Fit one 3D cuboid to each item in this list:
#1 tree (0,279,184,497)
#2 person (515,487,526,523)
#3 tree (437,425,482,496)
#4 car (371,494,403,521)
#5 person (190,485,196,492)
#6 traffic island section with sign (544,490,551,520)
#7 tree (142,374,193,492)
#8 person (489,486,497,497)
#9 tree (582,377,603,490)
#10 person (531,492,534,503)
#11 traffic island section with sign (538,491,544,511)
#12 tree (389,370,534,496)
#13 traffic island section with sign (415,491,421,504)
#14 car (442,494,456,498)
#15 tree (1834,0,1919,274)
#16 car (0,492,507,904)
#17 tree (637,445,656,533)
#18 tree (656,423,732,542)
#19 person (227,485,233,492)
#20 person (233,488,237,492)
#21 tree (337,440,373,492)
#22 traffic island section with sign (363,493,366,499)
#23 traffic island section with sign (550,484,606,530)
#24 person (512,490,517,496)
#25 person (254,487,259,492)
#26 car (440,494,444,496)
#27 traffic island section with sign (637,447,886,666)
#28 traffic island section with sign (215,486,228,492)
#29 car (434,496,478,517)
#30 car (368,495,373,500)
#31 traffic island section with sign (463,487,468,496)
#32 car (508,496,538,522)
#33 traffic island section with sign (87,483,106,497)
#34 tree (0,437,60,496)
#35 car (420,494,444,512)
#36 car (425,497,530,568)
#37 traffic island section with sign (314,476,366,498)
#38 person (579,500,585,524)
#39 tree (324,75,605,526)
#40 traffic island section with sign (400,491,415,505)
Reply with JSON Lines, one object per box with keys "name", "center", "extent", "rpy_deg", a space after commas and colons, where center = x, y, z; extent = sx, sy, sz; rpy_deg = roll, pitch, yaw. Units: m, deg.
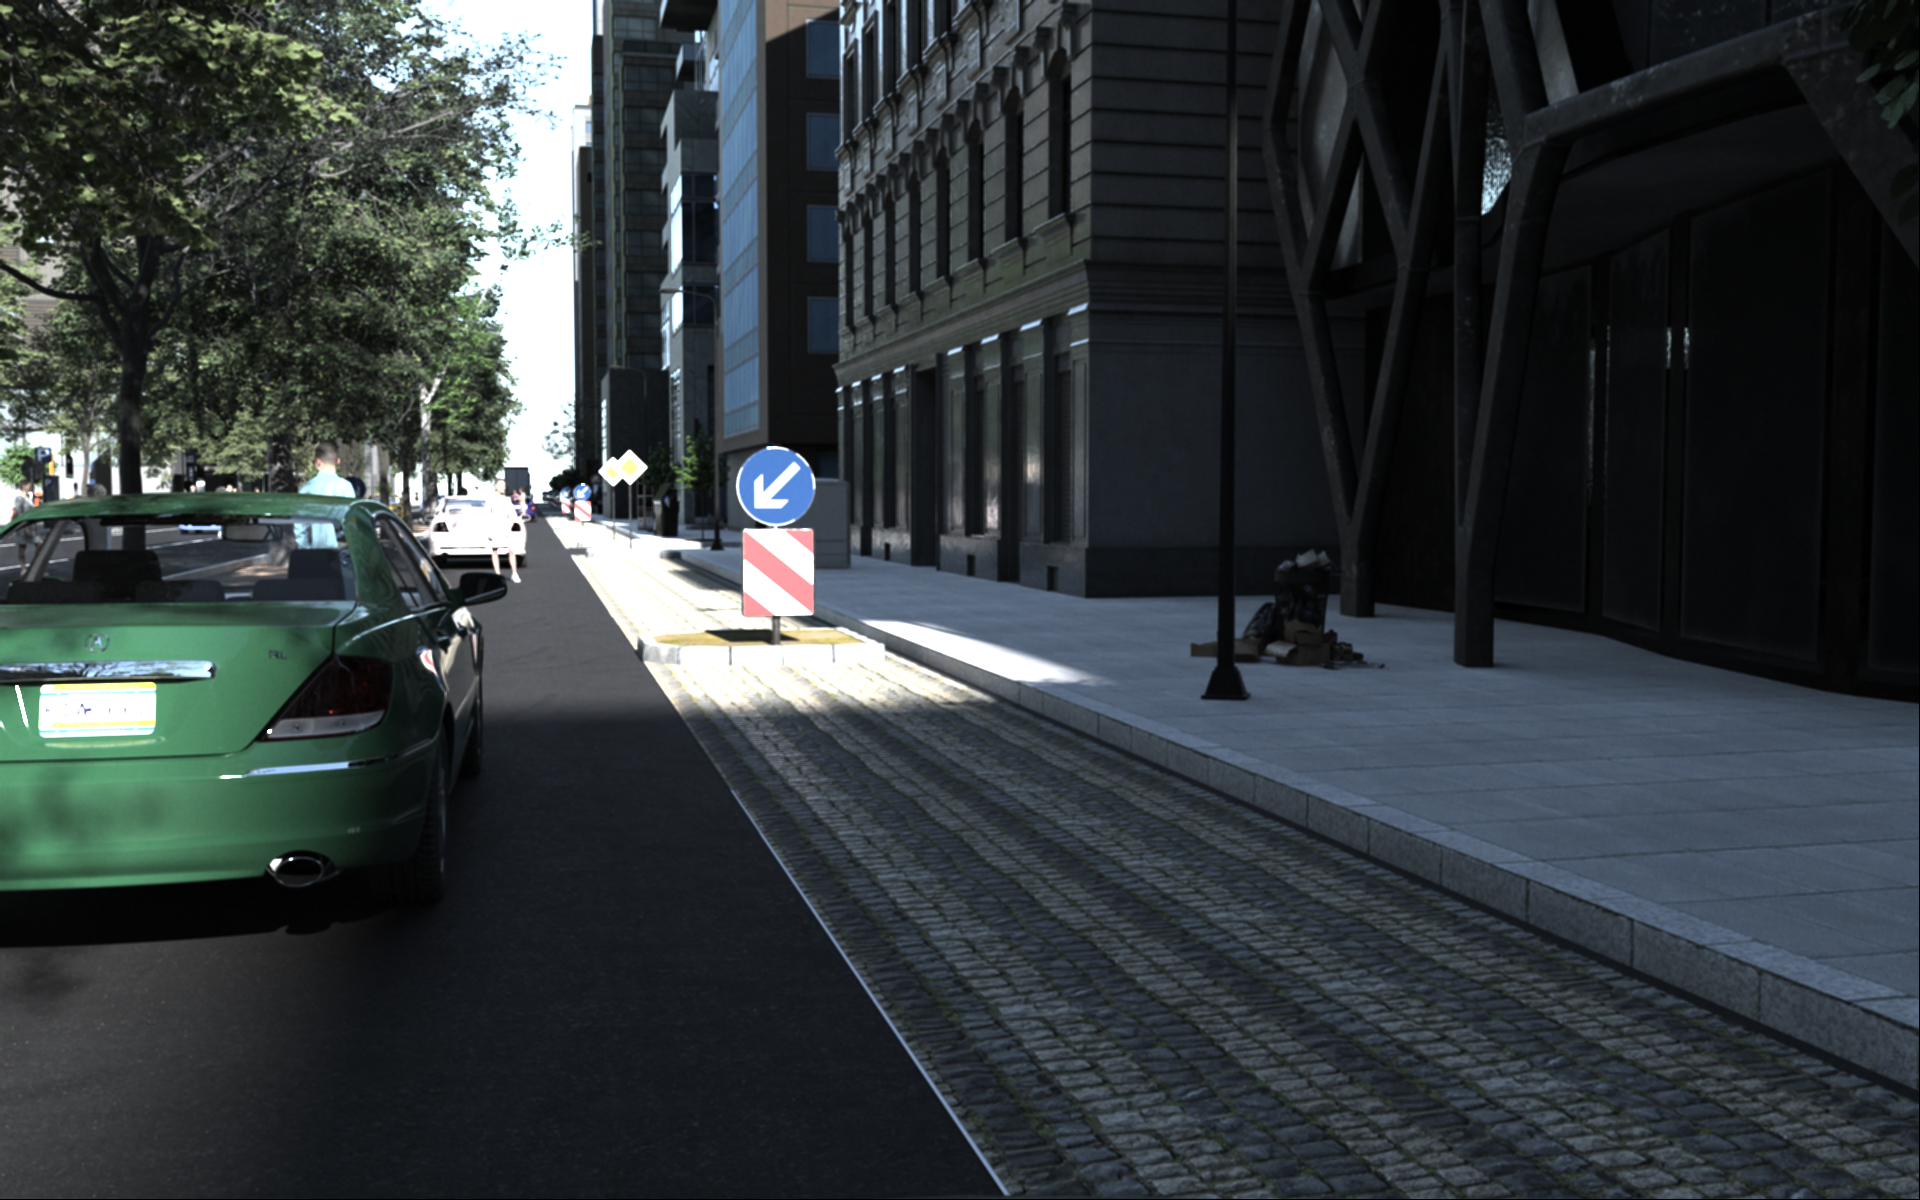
{"name": "tree", "center": [-36.454, -8.437, 72.353], "extent": [7.601, 10.594, 8.767], "rpy_deg": [0, 4, -6]}
{"name": "person", "center": [-21.684, -4.685, 85.453], "extent": [0.532, 1.782, 0.716], "rpy_deg": [-1, 4, -15]}
{"name": "tree", "center": [-31.136, -9.377, 106.135], "extent": [4.737, 8.622, 4.395], "rpy_deg": [0, 3, 0]}
{"name": "car", "center": [-27.370, -4.426, 82.588], "extent": [2.015, 1.641, 3.980], "rpy_deg": [-1, 4, -16]}
{"name": "person", "center": [-32.827, -4.017, 74.347], "extent": [0.590, 1.801, 0.661], "rpy_deg": [-2, 4, -33]}
{"name": "traffic island section with sign", "center": [-21.678, -5.293, 95.172], "extent": [1.989, 1.847, 2.006], "rpy_deg": [-1, 4, -14]}
{"name": "tree", "center": [-46.317, -9.210, 100.946], "extent": [4.737, 8.622, 4.395], "rpy_deg": [0, 3, 0]}
{"name": "person", "center": [-17.619, -3.485, 66.074], "extent": [0.643, 1.750, 0.593], "rpy_deg": [3, 4, 36]}
{"name": "tree", "center": [-20.531, -9.322, 102.784], "extent": [4.360, 8.622, 3.978], "rpy_deg": [0, 3, 0]}
{"name": "person", "center": [-66.715, -15.932, 269.788], "extent": [0.445, 1.727, 0.742], "rpy_deg": [3, 5, 44]}
{"name": "traffic island section with sign", "center": [-33.673, -8.246, 143.457], "extent": [1.989, 1.847, 2.006], "rpy_deg": [-1, 4, -14]}
{"name": "tree", "center": [-33.039, -11.906, 114.125], "extent": [9.611, 12.733, 9.660], "rpy_deg": [0, 3, 0]}
{"name": "traffic island section with sign", "center": [-77.165, -14.532, 246.229], "extent": [1.989, 1.847, 2.006], "rpy_deg": [-1, 4, -14]}
{"name": "car", "center": [-46.741, -8.976, 158.755], "extent": [2.014, 1.417, 4.499], "rpy_deg": [-1, 4, -14]}
{"name": "tree", "center": [3.383, -1.224, 3.723], "extent": [4.285, 4.588, 4.351], "rpy_deg": [0, 3, 0]}
{"name": "car", "center": [-3.016, 0.276, 7.278], "extent": [2.131, 1.459, 4.920], "rpy_deg": [-1, 4, -13]}
{"name": "tree", "center": [-10.129, -3.883, 58.089], "extent": [1.663, 3.219, 1.824], "rpy_deg": [0, 3, 0]}
{"name": "tree", "center": [-7.108, -3.204, 46.987], "extent": [1.663, 3.219, 1.824], "rpy_deg": [0, 3, 0]}
{"name": "person", "center": [-24.839, -3.016, 58.490], "extent": [0.598, 1.740, 0.731], "rpy_deg": [2, 4, 24]}
{"name": "person", "center": [-39.843, -5.272, 95.243], "extent": [0.519, 1.759, 0.362], "rpy_deg": [-3, 5, -40]}
{"name": "tree", "center": [-62.890, -14.047, 180.023], "extent": [4.360, 8.622, 3.978], "rpy_deg": [0, 3, 0]}
{"name": "traffic island section with sign", "center": [-57.232, -9.625, 166.004], "extent": [1.989, 1.847, 2.006], "rpy_deg": [-1, 4, -14]}
{"name": "traffic island section with sign", "center": [-15.171, -3.693, 69.011], "extent": [1.989, 1.847, 2.006], "rpy_deg": [-1, 4, -14]}
{"name": "person", "center": [-34.119, -7.540, 132.497], "extent": [1.217, 1.743, 0.721], "rpy_deg": [2, 4, 31]}
{"name": "person", "center": [-38.670, -5.288, 95.202], "extent": [0.529, 1.795, 0.600], "rpy_deg": [-3, 4, -38]}
{"name": "car", "center": [-71.971, -14.055, 239.387], "extent": [1.945, 1.707, 3.694], "rpy_deg": [-1, 4, -15]}
{"name": "traffic island section with sign", "center": [-1.832, -0.410, 15.337], "extent": [1.989, 1.847, 2.006], "rpy_deg": [-1, 4, -14]}
{"name": "traffic island section with sign", "center": [-38.316, -4.970, 89.888], "extent": [1.989, 1.847, 2.006], "rpy_deg": [-1, 4, -14]}
{"name": "car", "center": [-16.951, -2.870, 59.289], "extent": [2.083, 1.381, 4.827], "rpy_deg": [-1, 4, -12]}
{"name": "car", "center": [-45.897, -7.575, 136.437], "extent": [1.945, 1.354, 3.894], "rpy_deg": [-1, 4, -14]}
{"name": "traffic island section with sign", "center": [-33.911, -6.728, 118.142], "extent": [2.006, 1.907, 1.989], "rpy_deg": [-1, 4, -14]}
{"name": "car", "center": [-22.883, -4.724, 89.814], "extent": [1.945, 1.354, 3.894], "rpy_deg": [-1, 4, -16]}
{"name": "traffic island section with sign", "center": [-31.814, -3.370, 63.726], "extent": [1.989, 1.847, 2.006], "rpy_deg": [-1, 4, -14]}
{"name": "tree", "center": [-53.666, -7.087, 99.590], "extent": [4.285, 4.588, 4.351], "rpy_deg": [0, 3, 0]}
{"name": "car", "center": [-42.918, -8.035, 140.957], "extent": [1.945, 1.707, 3.694], "rpy_deg": [-1, 4, -13]}
{"name": "car", "center": [-9.718, -1.379, 34.917], "extent": [2.083, 1.381, 4.827], "rpy_deg": [-1, 4, -15]}
{"name": "traffic island section with sign", "center": [-15.776, -2.268, 45.216], "extent": [2.006, 1.907, 1.989], "rpy_deg": [-1, 4, -14]}
{"name": "person", "center": [-18.207, -4.567, 83.745], "extent": [0.524, 1.755, 0.480], "rpy_deg": [-2, 4, -25]}
{"name": "tree", "center": [-22.551, -13.350, 76.612], "extent": [12.611, 20.169, 13.585], "rpy_deg": [0, 3, 0]}
{"name": "traffic island section with sign", "center": [-70.536, -12.900, 219.542], "extent": [1.989, 1.847, 2.006], "rpy_deg": [-1, 4, -14]}
